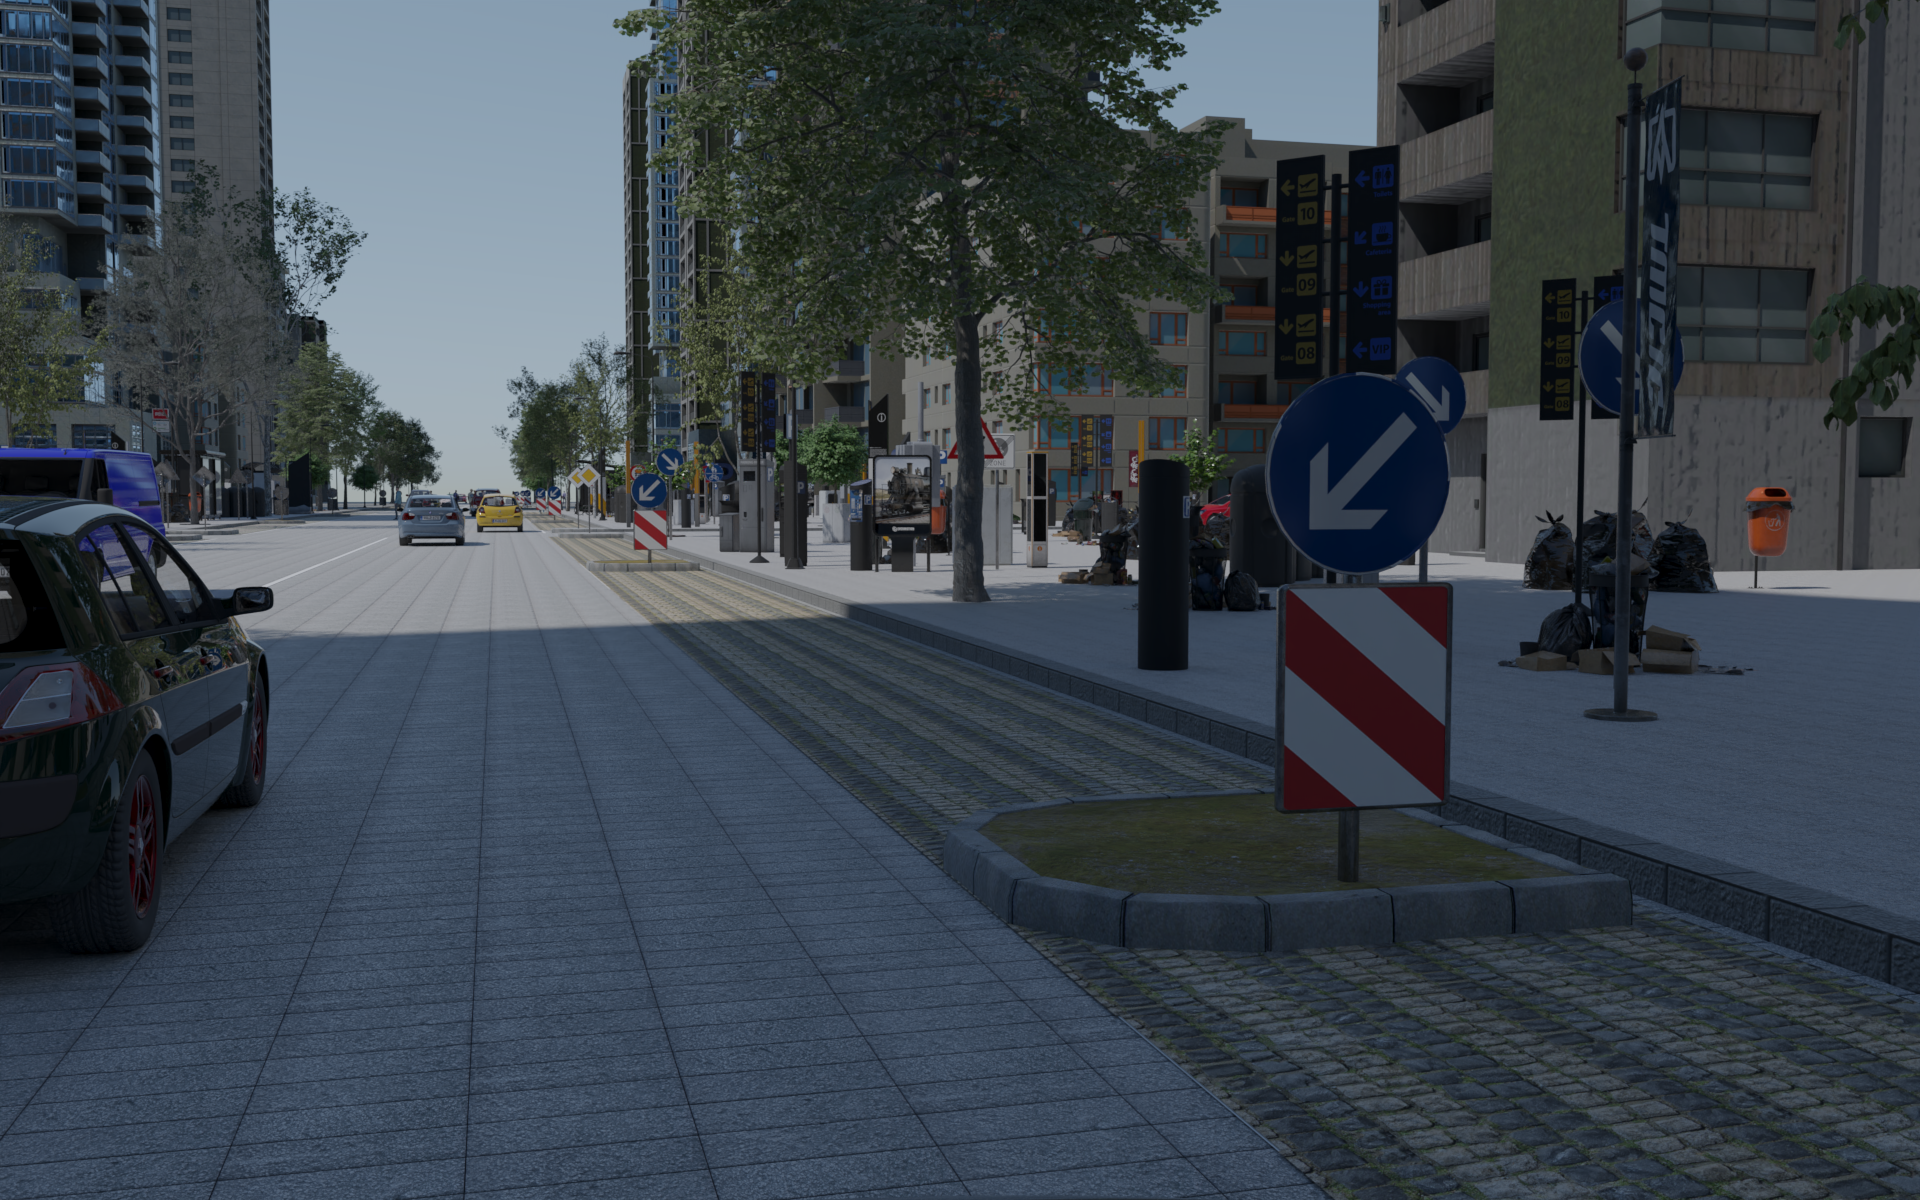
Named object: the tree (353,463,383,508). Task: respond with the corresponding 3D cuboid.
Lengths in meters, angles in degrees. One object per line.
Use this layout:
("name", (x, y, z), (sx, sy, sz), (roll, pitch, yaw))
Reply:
("tree", (-56.447, -11.051, 164.390), (4.285, 4.588, 4.351), (0, 3, 0))

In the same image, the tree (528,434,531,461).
("tree", (-39.462, -13.257, 167.107), (4.737, 8.622, 4.395), (0, 3, 0))

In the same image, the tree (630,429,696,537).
("tree", (-8.646, -3.501, 51.847), (1.663, 3.219, 1.824), (0, 3, 0))

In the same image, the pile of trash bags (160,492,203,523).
("pile of trash bags", (-35.284, -4.143, 77.483), (1.912, 1.369, 3.447), (1, 4, 19))

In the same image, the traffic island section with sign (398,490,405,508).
("traffic island section with sign", (-59.539, -10.725, 183.988), (1.989, 1.847, 2.006), (-1, 4, -15))

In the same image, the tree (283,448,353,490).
("tree", (-45.790, -8.418, 121.344), (4.285, 4.588, 4.351), (0, 3, 0))

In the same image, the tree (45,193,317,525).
("tree", (-32.053, -9.875, 71.832), (12.009, 13.543, 11.850), (0, 3, 0))

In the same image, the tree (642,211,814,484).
("tree", (-5.405, -5.629, 42.402), (4.737, 8.622, 4.395), (0, 3, 0))

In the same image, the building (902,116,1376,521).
("building", (13.922, -15.486, 98.238), (28.899, 21.520, 27.650), (-1, 4, -15))

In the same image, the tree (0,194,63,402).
("tree", (-23.943, -5.603, 41.964), (4.360, 8.622, 3.978), (0, 3, 0))

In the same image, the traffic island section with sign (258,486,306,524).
("traffic island section with sign", (-32.638, -4.573, 83.398), (1.989, 1.847, 2.006), (-1, 4, -15))

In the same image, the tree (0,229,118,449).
("tree", (-25.793, -5.945, 47.568), (4.737, 8.622, 4.395), (0, 3, 0))

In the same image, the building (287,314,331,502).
("building", (-108.211, -30.773, 274.841), (14.160, 30.474, 14.107), (-1, 4, -15))

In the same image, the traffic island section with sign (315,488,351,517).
("traffic island section with sign", (-39.610, -6.166, 109.440), (1.989, 1.847, 2.006), (-1, 4, -15))

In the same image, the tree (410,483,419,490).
("tree", (-88.660, -20.210, 280.802), (4.737, 8.622, 4.395), (0, 3, 0))

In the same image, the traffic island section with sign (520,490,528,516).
("traffic island section with sign", (-27.264, -6.330, 112.125), (1.989, 1.847, 2.006), (-1, 4, -15))

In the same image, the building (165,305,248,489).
("building", (-86.982, -19.901, 170.422), (27.650, 21.520, 28.899), (-1, 4, -15))

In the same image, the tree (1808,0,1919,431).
("tree", (4.431, -3.411, 6.136), (4.737, 8.622, 4.395), (0, 3, 0))

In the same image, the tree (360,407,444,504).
("tree", (-74.609, -19.005, 227.734), (9.611, 12.733, 9.660), (0, 3, 0))

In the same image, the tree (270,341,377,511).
("tree", (-47.243, -12.877, 128.663), (7.486, 12.596, 7.792), (0, 3, 0))

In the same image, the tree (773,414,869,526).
("tree", (-4.904, -5.215, 68.980), (4.285, 4.588, 4.351), (0, 3, 0))

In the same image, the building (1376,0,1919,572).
("building", (16.179, -16.146, 35.685), (14.160, 30.474, 14.107), (-1, 4, -15))

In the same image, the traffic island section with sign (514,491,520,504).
("traffic island section with sign", (-40.168, -9.282, 160.388), (1.989, 1.847, 2.006), (-1, 4, -15))

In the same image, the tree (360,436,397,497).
("tree", (-67.756, -15.367, 201.620), (4.360, 8.622, 3.978), (0, 3, 0))

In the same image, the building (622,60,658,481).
("building", (-46.640, -51.901, 286.830), (20.563, 71.187, 20.611), (-1, 4, -15))

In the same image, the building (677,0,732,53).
("building", (-22.115, -46.119, 192.292), (20.563, 71.187, 20.611), (-1, 4, -15))

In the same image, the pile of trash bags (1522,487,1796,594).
("pile of trash bags", (9.444, -0.820, 23.159), (3.447, 1.369, 1.912), (0, 4, -5))

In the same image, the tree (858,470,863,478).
("tree", (-6.287, -6.862, 106.797), (1.663, 3.219, 1.824), (0, 3, 0))

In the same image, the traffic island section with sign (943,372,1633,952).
("traffic island section with sign", (1.006, 0.138, 6.371), (1.989, 1.847, 2.006), (-1, 4, -15))

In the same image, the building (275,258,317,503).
("building", (-112.076, -34.326, 253.111), (32.217, 40.220, 23.993), (-1, 4, -15))

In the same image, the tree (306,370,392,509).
("tree", (-51.312, -13.385, 144.603), (9.928, 11.665, 9.643), (0, 3, 0))

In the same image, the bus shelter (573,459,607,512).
("bus shelter", (-25.814, -7.891, 120.296), (1.731, 3.624, 6.357), (-1, 4, -15))

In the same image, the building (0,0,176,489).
("building", (-77.058, -50.585, 139.738), (22.319, 86.520, 31.000), (-1, 4, -15))

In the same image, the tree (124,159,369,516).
("tree", (-40.924, -14.890, 99.337), (12.611, 20.169, 13.585), (0, 3, 0))

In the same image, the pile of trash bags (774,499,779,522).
("pile of trash bags", (-8.389, -4.300, 80.064), (1.912, 1.369, 3.447), (-1, 4, -23))

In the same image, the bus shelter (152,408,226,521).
("bus shelter", (-37.239, -6.479, 83.558), (2.179, 5.291, 8.768), (-1, 4, -15))

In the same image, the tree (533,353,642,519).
("tree", (-18.952, -8.584, 90.704), (4.737, 8.622, 4.395), (0, 3, 0))

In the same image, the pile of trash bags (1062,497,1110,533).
("pile of trash bags", (5.178, -2.913, 57.372), (3.447, 1.369, 1.912), (-1, 4, -15))

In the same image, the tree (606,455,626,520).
("tree", (-16.849, -5.603, 86.212), (1.663, 3.219, 1.824), (0, 3, 0))

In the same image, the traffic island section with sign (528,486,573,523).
("traffic island section with sign", (-20.167, -4.705, 85.562), (1.989, 1.847, 2.006), (-1, 4, -15))

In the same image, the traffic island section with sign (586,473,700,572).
("traffic island section with sign", (-6.024, -1.471, 32.674), (1.989, 1.847, 2.006), (-1, 4, -15))

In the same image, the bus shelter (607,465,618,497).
("bus shelter", (-27.480, -8.834, 135.718), (1.731, 3.624, 6.357), (-1, 4, -15))

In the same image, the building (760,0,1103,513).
("building", (-2.610, -28.792, 125.368), (22.147, 44.769, 28.867), (-1, 4, -15))

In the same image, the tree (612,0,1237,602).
("tree", (-0.283, -6.246, 20.251), (7.486, 12.596, 7.792), (0, 3, 0))

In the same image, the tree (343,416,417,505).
("tree", (-65.429, -15.866, 193.823), (7.601, 10.594, 8.767), (3, 5, 45))

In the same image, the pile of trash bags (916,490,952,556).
("pile of trash bags", (-0.175, -1.700, 37.550), (1.912, 1.369, 3.447), (1, 4, 12))

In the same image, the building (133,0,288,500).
("building", (-100.552, -48.498, 231.195), (20.563, 71.187, 20.611), (-1, 4, -15))

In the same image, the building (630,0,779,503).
("building", (-38.409, -58.026, 261.402), (22.319, 86.520, 31.000), (-1, 4, -15))

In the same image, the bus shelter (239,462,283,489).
("bus shelter", (-45.126, -7.216, 111.905), (2.014, 3.302, 5.546), (-1, 4, -15))

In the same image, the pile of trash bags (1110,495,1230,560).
("pile of trash bags", (4.973, -1.489, 34.102), (3.447, 1.369, 1.912), (-1, 4, -21))

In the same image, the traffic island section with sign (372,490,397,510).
("traffic island section with sign", (-52.571, -9.133, 157.945), (1.989, 1.847, 2.006), (-1, 4, -15))

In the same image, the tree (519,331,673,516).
("tree", (-21.040, -10.111, 99.735), (8.767, 10.594, 7.601), (-1, 4, -19))
